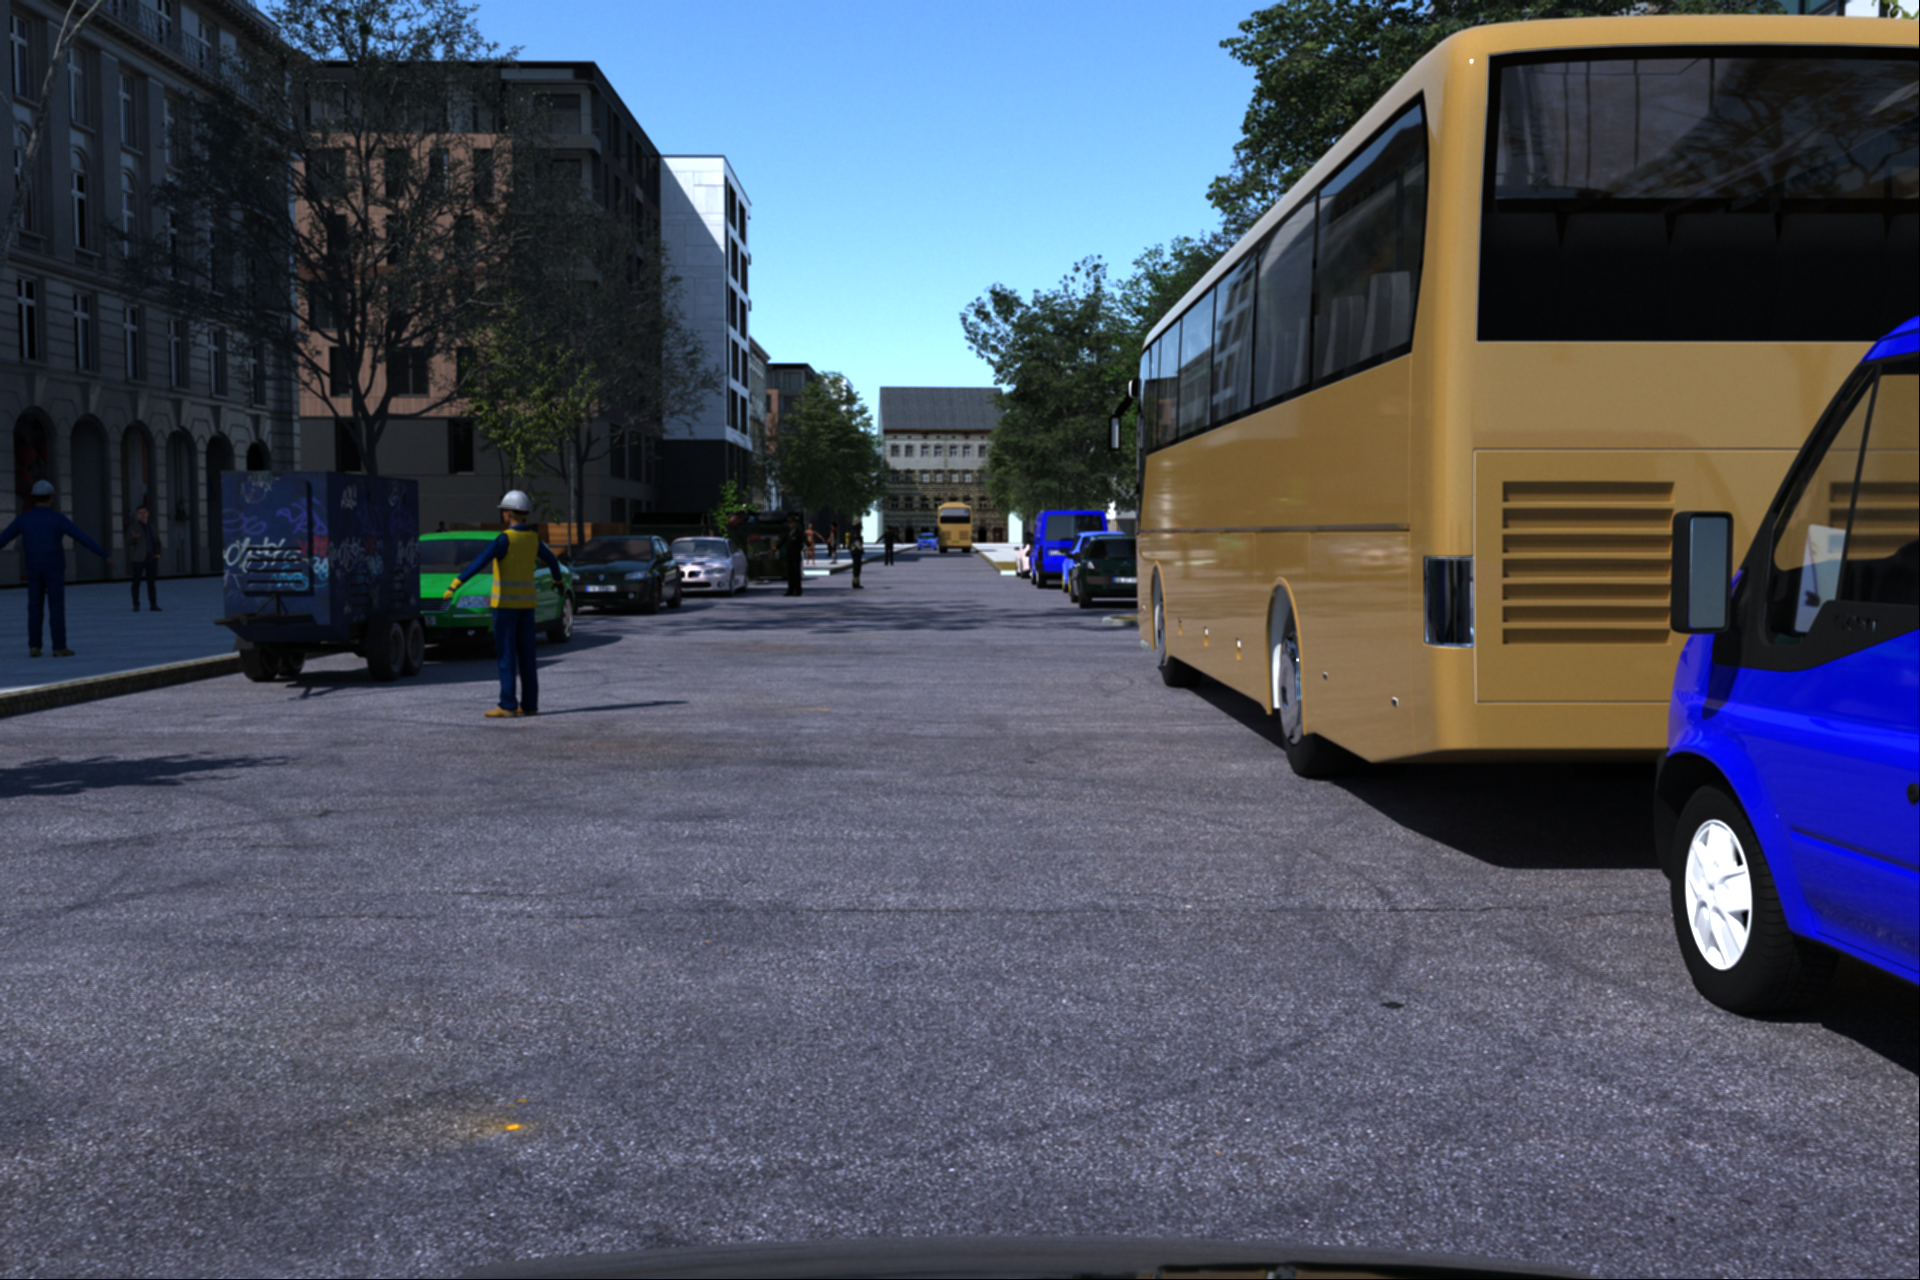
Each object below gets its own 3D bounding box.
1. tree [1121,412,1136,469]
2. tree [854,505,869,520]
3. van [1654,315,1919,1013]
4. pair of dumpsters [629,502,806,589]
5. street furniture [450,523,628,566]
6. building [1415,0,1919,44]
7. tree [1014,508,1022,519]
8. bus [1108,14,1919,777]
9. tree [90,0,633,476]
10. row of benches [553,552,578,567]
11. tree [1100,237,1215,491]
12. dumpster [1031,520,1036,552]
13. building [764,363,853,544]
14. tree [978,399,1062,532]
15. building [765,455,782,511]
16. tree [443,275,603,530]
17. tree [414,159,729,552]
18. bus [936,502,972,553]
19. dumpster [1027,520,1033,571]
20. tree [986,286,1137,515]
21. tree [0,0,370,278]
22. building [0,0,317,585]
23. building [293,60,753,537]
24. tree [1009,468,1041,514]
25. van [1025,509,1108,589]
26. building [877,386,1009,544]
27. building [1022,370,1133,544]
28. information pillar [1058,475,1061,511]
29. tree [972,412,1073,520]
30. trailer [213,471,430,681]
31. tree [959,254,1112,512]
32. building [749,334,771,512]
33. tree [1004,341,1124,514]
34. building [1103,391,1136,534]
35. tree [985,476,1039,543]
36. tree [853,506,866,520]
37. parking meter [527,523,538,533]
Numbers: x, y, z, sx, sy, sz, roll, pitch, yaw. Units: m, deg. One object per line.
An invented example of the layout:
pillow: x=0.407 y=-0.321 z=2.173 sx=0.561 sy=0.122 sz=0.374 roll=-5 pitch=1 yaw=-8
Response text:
tree: x=8.439 y=-7.159 z=67.415 sx=4.737 sy=8.622 sz=4.395 roll=0 pitch=3 yaw=0
tree: x=-14.543 y=-18.841 z=258.411 sx=4.360 sy=8.622 sz=3.978 roll=0 pitch=3 yaw=0
van: x=3.204 y=0.057 z=3.450 sx=2.240 sy=2.365 sz=5.245 roll=0 pitch=3 yaw=0
pair of dumpsters: x=-6.193 y=-2.409 z=44.336 sx=4.436 sy=2.255 sz=1.574 roll=0 pitch=4 yaw=0
street furniture: x=-16.689 y=-3.907 z=70.727 sx=11.010 sy=1.723 sz=9.812 roll=3 pitch=4 yaw=36
building: x=28.181 y=-14.948 z=50.965 sx=21.656 sy=26.213 sz=47.522 roll=0 pitch=3 yaw=0
tree: x=11.053 y=-19.411 z=251.787 sx=7.601 sy=10.594 sz=8.767 roll=0 pitch=4 yaw=2
bus: x=3.126 y=-1.314 z=13.029 sx=2.896 sy=3.916 sz=12.252 roll=0 pitch=4 yaw=0
tree: x=-12.251 y=-7.670 z=35.770 sx=12.009 sy=13.543 sz=11.850 roll=0 pitch=3 yaw=0
row of benches: x=-15.009 y=-2.849 z=62.042 sx=4.104 sy=0.672 sz=1.422 roll=1 pitch=4 yaw=18
tree: x=11.011 y=-10.339 z=75.698 sx=9.857 sy=13.997 sz=8.962 roll=0 pitch=3 yaw=0
dumpster: x=3.066 y=-2.658 z=51.669 sx=1.865 sy=1.857 sz=1.264 roll=0 pitch=3 yaw=0
building: x=-28.697 y=-23.213 z=223.500 sx=27.936 sy=21.610 sz=32.646 roll=0 pitch=3 yaw=0
tree: x=5.169 y=-13.628 z=140.951 sx=7.486 sy=12.596 sz=7.792 roll=0 pitch=3 yaw=0
building: x=-24.223 y=-15.280 z=191.968 sx=9.099 sy=9.664 sz=28.070 roll=0 pitch=4 yaw=1
tree: x=-12.548 y=-6.021 z=48.809 sx=4.737 sy=8.622 sz=4.395 roll=0 pitch=3 yaw=0
tree: x=-12.854 y=-9.021 z=57.869 sx=12.009 sy=13.543 sz=11.850 roll=0 pitch=3 yaw=0
bus: x=-0.432 y=-8.668 z=133.275 sx=2.896 sy=3.916 sz=12.252 roll=0 pitch=4 yaw=-1
dumpster: x=3.024 y=-2.790 z=53.837 sx=1.865 sy=1.857 sz=1.264 roll=0 pitch=4 yaw=0
tree: x=6.027 y=-11.110 z=88.298 sx=9.857 sy=13.997 sz=8.962 roll=0 pitch=3 yaw=0
tree: x=-11.522 y=-9.995 z=19.302 sx=12.611 sy=20.169 sz=13.585 roll=0 pitch=3 yaw=0
building: x=-27.943 y=-12.565 z=46.102 sx=13.314 sy=22.015 sz=24.055 roll=0 pitch=3 yaw=0
building: x=-26.596 y=-15.132 z=91.377 sx=27.936 sy=21.610 sz=32.646 roll=0 pitch=4 yaw=-1
tree: x=6.270 y=-10.855 z=127.837 sx=4.360 sy=8.622 sz=3.978 roll=0 pitch=3 yaw=0
van: x=2.945 y=-2.613 z=47.106 sx=2.240 sy=2.365 sz=5.245 roll=0 pitch=4 yaw=0
building: x=-2.834 y=-25.902 z=256.883 sx=18.063 sy=23.208 sz=19.493 roll=0 pitch=4 yaw=-5
building: x=22.130 y=-23.609 z=229.982 sx=27.936 sy=21.610 sz=32.646 roll=0 pitch=4 yaw=0
information pillar: x=3.966 y=-4.746 z=68.953 sx=0.183 sy=3.616 sz=0.504 roll=0 pitch=4 yaw=0
tree: x=6.497 y=-14.884 z=153.719 sx=12.009 sy=13.543 sz=11.850 roll=0 pitch=3 yaw=0
trailer: x=-6.198 y=-0.574 z=16.431 sx=1.471 sy=1.999 sz=3.904 roll=0 pitch=3 yaw=0
tree: x=6.976 y=-15.954 z=116.734 sx=12.611 sy=20.169 sz=13.585 roll=0 pitch=3 yaw=0
building: x=-25.767 y=-18.851 z=139.139 sx=19.493 sy=23.208 sz=18.063 roll=0 pitch=4 yaw=-1
tree: x=5.930 y=-11.266 z=102.327 sx=7.486 sy=12.596 sz=7.792 roll=0 pitch=3 yaw=0
building: x=21.384 y=-20.757 z=195.792 sx=16.016 sy=20.090 sz=11.380 roll=0 pitch=3 yaw=0
tree: x=6.274 y=-15.264 z=167.686 sx=7.486 sy=12.596 sz=7.792 roll=0 pitch=3 yaw=0
tree: x=-14.513 y=-18.574 z=254.052 sx=4.360 sy=8.622 sz=3.978 roll=0 pitch=3 yaw=0
parking meter: x=-9.984 y=-1.947 z=40.240 sx=0.372 sy=1.533 sz=0.369 roll=0 pitch=3 yaw=0
